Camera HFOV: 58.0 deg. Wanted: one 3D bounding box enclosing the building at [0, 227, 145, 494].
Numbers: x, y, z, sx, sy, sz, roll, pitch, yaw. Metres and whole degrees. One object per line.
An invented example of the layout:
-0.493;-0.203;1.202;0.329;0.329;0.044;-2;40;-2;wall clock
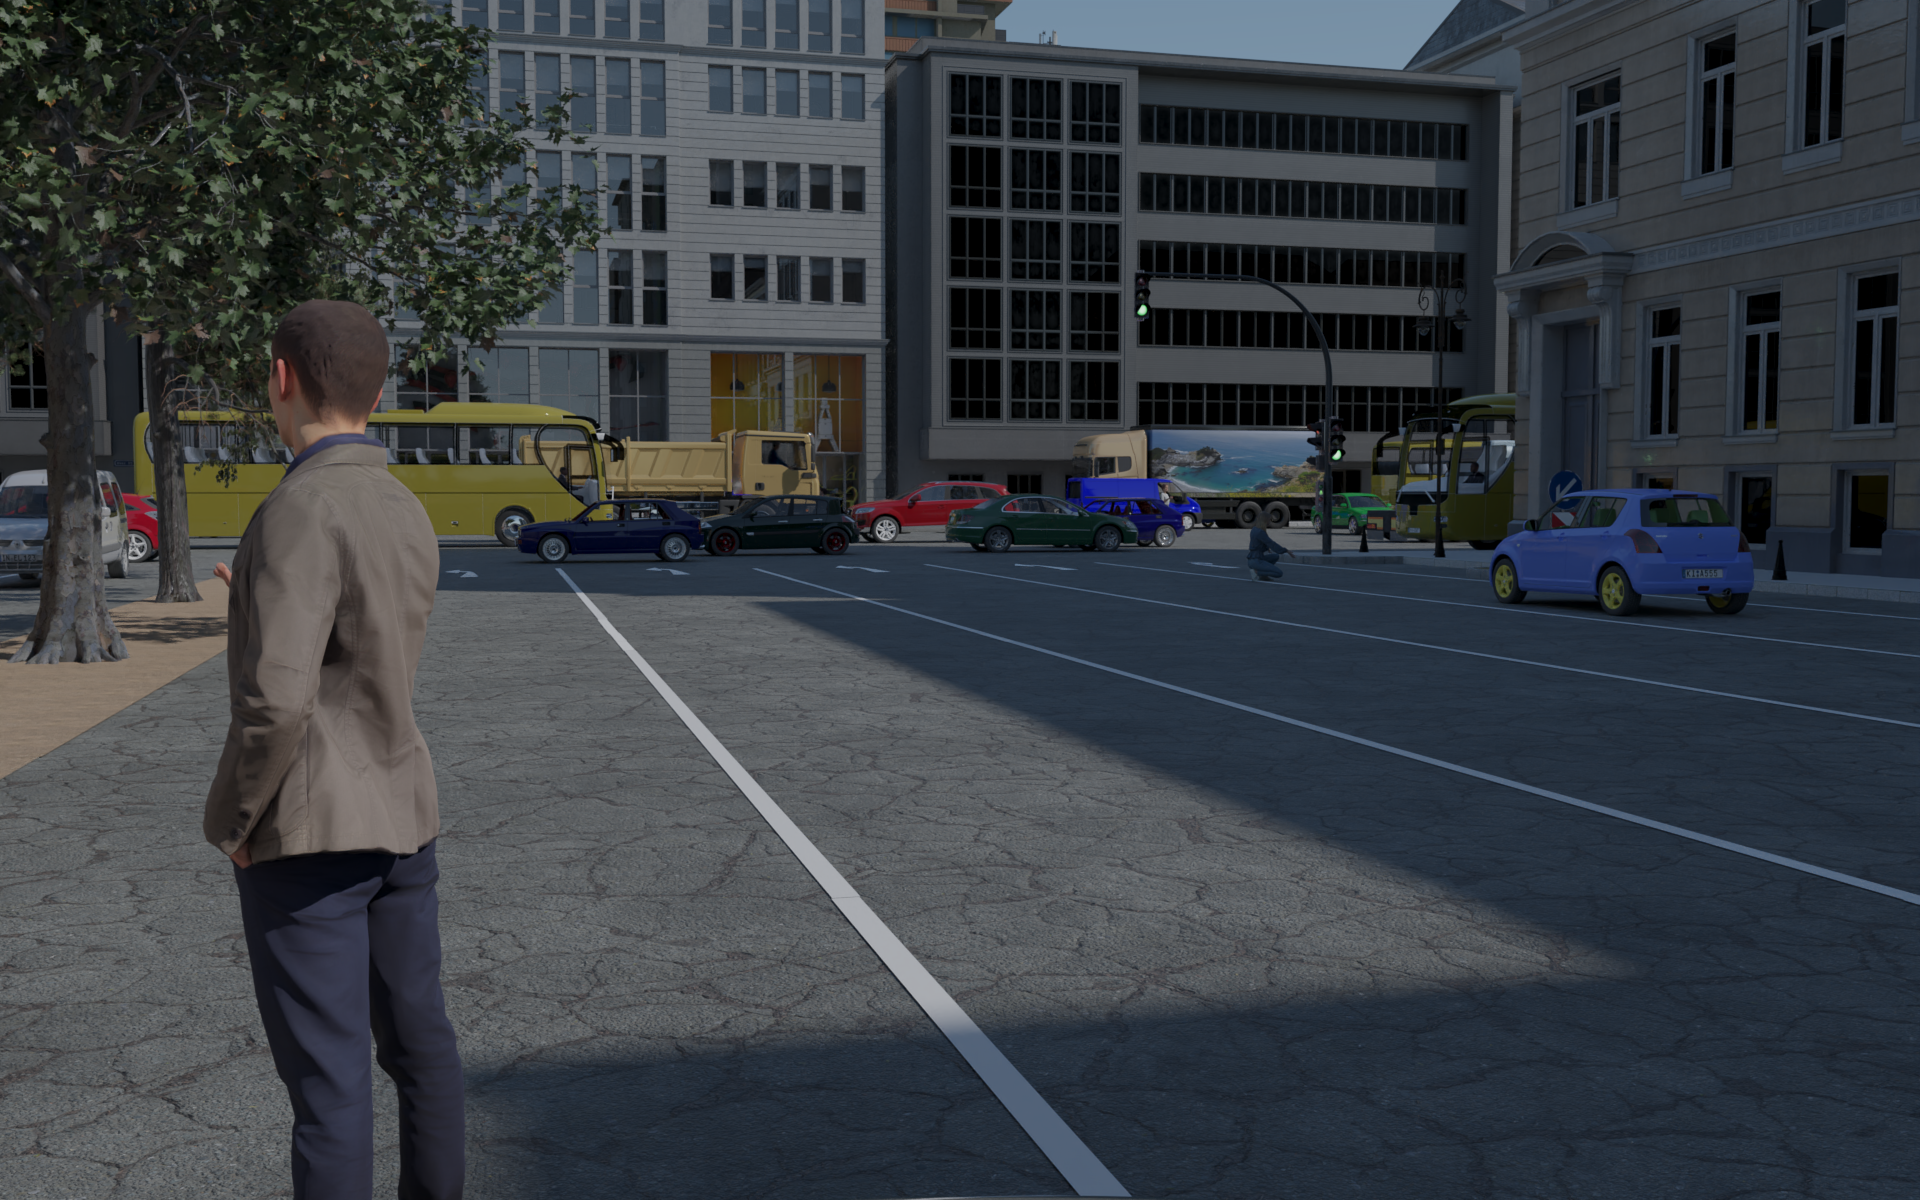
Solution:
-45.277;-16.907;69.943;24.014;27.812;14.314;-1;4;-15;building

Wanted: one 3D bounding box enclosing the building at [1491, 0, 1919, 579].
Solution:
20.130;-14.812;28.086;13.634;28.700;20.117;-1;4;-15;building

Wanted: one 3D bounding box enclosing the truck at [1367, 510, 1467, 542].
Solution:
21.689;-3.929;54.006;18.799;4.110;2.967;-1;4;-16;truck

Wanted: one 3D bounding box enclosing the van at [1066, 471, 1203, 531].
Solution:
6.751;-3.814;66.742;5.245;2.365;2.240;-1;4;-16;van

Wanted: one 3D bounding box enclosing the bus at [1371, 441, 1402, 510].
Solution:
23.284;-4.948;72.444;12.252;3.916;2.896;-1;4;-16;bus

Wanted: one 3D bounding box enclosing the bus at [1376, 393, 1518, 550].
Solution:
16.609;-3.167;43.335;12.252;3.916;2.896;-1;4;-16;bus

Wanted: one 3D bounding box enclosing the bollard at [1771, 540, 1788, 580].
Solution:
12.225;-0.598;25.817;0.229;0.601;0.229;0;3;0;bollard

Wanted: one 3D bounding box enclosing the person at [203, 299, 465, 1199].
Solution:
-1.205;0.368;3.020;0.750;1.759;0.617;2;4;26;person

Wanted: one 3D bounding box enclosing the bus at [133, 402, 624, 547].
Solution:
-15.352;-3.369;46.632;12.252;3.916;2.896;-1;4;-15;bus

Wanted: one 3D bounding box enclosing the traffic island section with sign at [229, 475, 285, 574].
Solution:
-12.157;-1.438;31.655;2.006;1.907;1.989;-1;4;-15;traffic island section with sign

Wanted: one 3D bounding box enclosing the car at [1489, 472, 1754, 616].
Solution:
8.166;-0.743;21.744;1.945;1.707;3.694;-1;4;-14;car

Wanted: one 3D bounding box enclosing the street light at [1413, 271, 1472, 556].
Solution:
9.978;-3.866;36.003;0.468;5.910;1.993;-1;4;-15;street light

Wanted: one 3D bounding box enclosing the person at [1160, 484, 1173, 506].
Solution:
6.535;-2.787;54.645;0.524;1.755;0.480;2;4;29;person

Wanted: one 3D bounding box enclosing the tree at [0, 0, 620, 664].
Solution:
-7.674;-5.825;14.700;9.611;12.733;9.660;0;3;0;tree

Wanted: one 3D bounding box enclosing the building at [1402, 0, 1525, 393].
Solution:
36.033;-18.582;91.206;23.554;28.519;14.401;-1;4;-15;building

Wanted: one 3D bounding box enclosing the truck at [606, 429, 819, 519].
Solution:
-8.361;-3.474;52.721;9.791;3.379;3.469;-1;4;-14;truck

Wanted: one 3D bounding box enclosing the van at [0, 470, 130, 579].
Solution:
-14.702;-1.285;28.019;2.013;2.044;4.112;-1;4;-14;van

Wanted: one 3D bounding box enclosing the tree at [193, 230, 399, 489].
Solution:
-11.037;-4.637;28.640;4.360;8.622;3.978;0;3;0;tree

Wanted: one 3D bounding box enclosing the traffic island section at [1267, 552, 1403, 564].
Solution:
7.793;-0.886;36.769;2.009;0.180;2.903;-1;4;-15;traffic island section

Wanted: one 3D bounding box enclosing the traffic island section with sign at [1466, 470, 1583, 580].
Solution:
9.749;-1.274;29.459;1.989;1.847;2.006;-1;4;-15;traffic island section with sign

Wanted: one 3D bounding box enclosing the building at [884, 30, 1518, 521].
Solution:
10.263;-16.200;83.944;30.058;24.678;14.314;-1;4;-15;building

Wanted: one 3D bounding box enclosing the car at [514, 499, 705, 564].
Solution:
-7.446;-1.477;36.729;3.894;1.354;1.945;-1;4;-16;car

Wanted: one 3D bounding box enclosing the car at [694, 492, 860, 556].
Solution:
-4.454;-1.900;40.859;4.222;1.686;2.009;-1;4;-17;car

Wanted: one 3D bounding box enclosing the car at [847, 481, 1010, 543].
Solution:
-0.797;-2.624;51.572;5.304;1.827;2.281;-1;4;-14;car

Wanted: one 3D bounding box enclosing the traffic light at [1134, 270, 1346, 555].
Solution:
5.754;-3.749;35.963;4.771;5.953;1.251;-1;4;-15;traffic light

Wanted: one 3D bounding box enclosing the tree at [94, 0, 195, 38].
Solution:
-5.472;-4.250;6.357;8.767;10.594;7.601;-1;4;-15;tree

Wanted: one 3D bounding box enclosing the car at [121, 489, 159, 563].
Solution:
-18.823;-1.672;36.382;4.494;1.783;2.155;-1;4;-17;car

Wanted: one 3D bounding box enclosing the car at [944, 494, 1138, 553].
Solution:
2.069;-1.927;43.308;4.920;1.459;2.131;-1;4;-13;car

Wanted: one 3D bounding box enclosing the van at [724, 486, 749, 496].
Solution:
-8.417;-3.887;67.944;5.245;2.365;2.240;-1;4;-15;van

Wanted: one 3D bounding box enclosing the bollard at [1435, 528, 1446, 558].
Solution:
9.724;-1.163;35.050;0.229;0.601;0.229;0;3;0;bollard

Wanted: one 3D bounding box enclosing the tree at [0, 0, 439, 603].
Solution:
-10.450;-5.995;22.532;6.751;12.117;7.091;0;3;0;tree

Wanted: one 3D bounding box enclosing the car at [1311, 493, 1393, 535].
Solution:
14.101;-3.221;61.460;1.959;1.807;4.718;-1;4;-14;car

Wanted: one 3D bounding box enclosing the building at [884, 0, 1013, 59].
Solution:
-8.533;-30.283;149.746;22.147;44.769;28.867;-1;4;-15;building

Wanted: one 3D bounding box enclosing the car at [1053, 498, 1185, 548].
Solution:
4.037;-2.098;46.877;3.894;1.354;1.945;-1;4;-16;car

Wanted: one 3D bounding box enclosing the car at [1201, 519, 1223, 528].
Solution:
9.741;-3.948;74.149;3.694;1.707;1.945;-1;4;-17;car

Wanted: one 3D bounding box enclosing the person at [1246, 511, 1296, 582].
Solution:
5.081;-0.891;28.563;0.738;1.151;1.012;0;4;1;person

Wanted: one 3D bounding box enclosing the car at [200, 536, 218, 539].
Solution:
-23.190;-2.937;56.823;4.718;1.807;1.959;-1;4;-15;car

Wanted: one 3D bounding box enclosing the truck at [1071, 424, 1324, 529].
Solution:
9.527;-5.036;71.260;11.283;4.237;2.839;-1;4;-15;truck

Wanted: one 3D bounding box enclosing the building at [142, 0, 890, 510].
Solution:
-18.834;-18.230;75.553;29.804;29.767;11.434;-1;4;-15;building

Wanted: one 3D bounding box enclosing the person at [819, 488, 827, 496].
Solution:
-3.477;-2.039;43.798;0.435;1.587;0.963;0;4;6;person

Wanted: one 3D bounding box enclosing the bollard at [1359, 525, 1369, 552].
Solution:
8.898;-1.351;38.135;0.229;0.601;0.229;0;3;0;bollard
